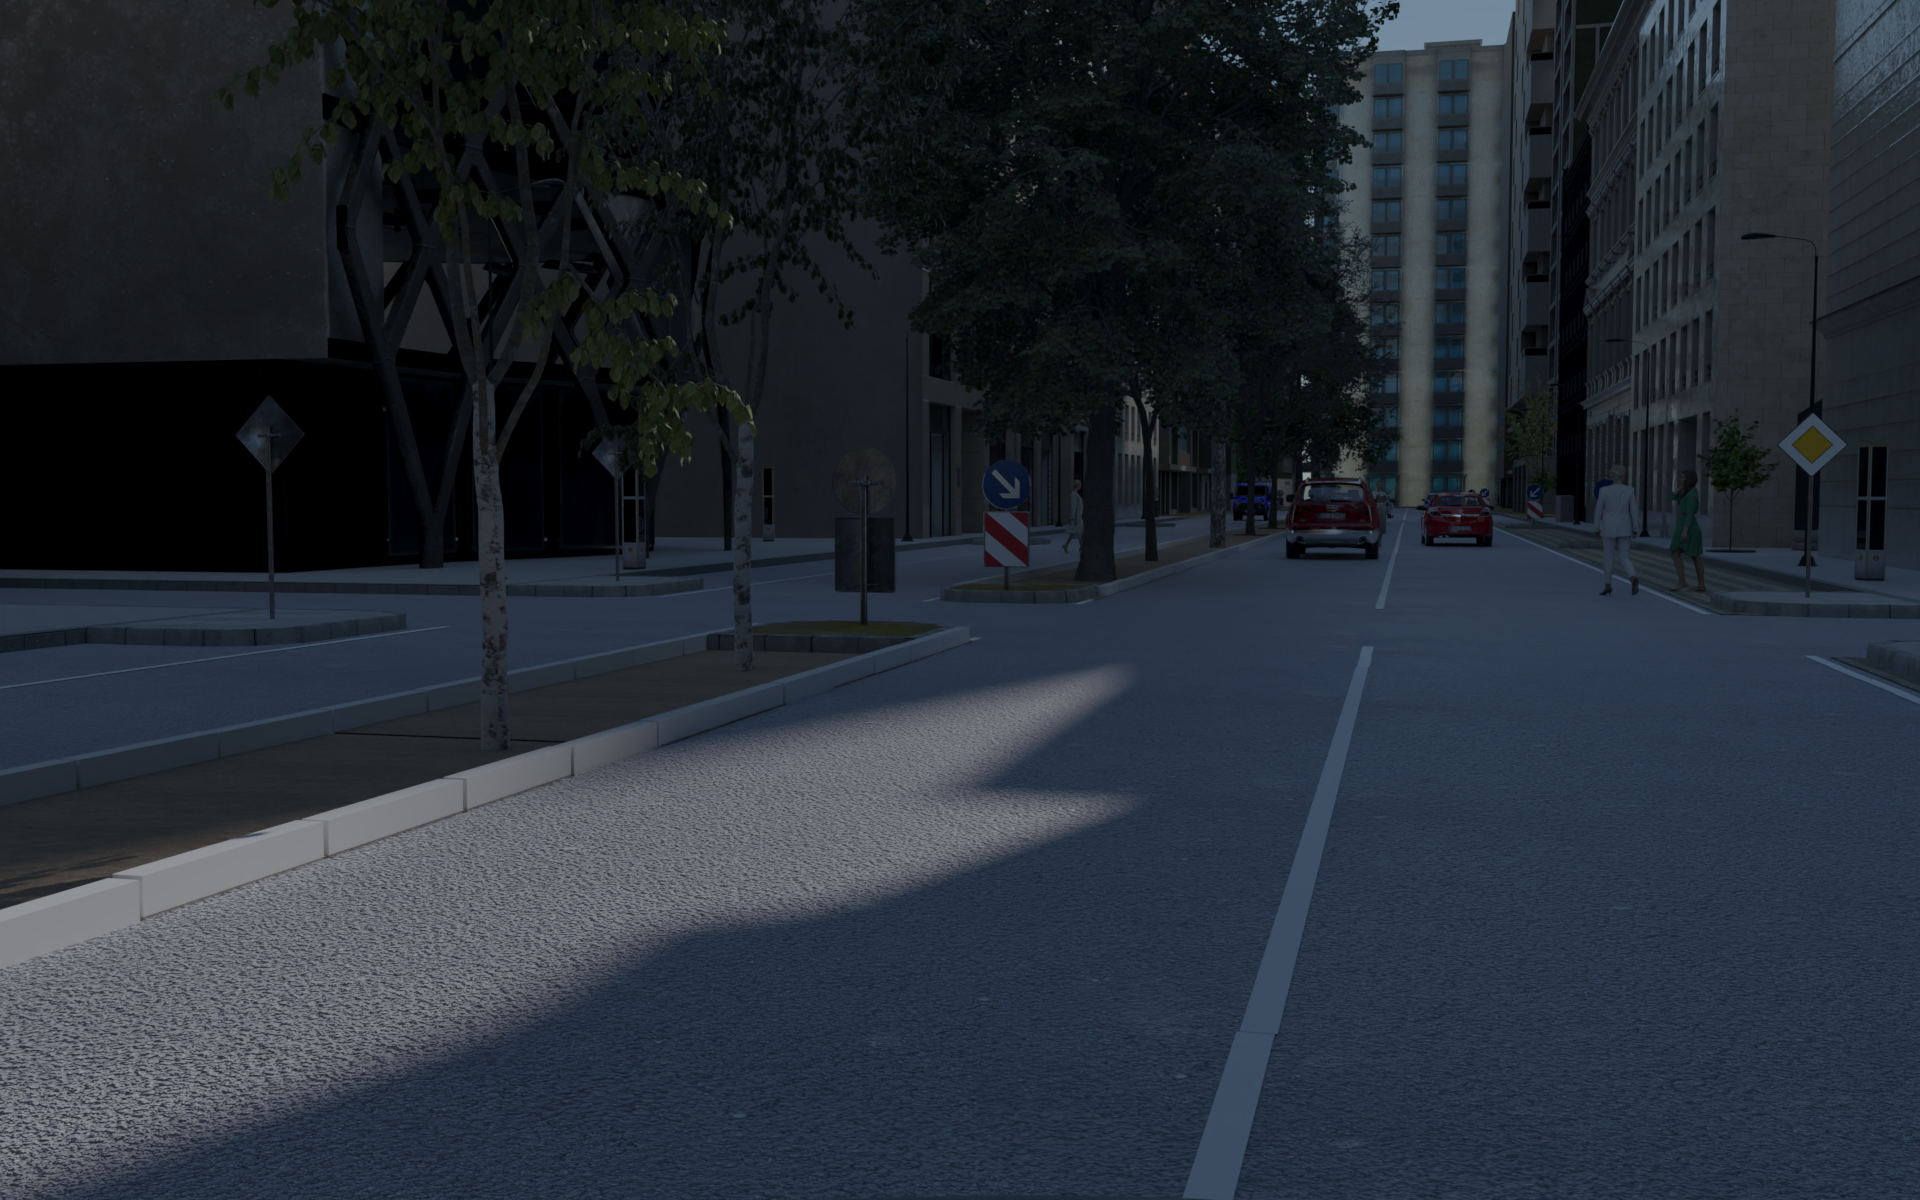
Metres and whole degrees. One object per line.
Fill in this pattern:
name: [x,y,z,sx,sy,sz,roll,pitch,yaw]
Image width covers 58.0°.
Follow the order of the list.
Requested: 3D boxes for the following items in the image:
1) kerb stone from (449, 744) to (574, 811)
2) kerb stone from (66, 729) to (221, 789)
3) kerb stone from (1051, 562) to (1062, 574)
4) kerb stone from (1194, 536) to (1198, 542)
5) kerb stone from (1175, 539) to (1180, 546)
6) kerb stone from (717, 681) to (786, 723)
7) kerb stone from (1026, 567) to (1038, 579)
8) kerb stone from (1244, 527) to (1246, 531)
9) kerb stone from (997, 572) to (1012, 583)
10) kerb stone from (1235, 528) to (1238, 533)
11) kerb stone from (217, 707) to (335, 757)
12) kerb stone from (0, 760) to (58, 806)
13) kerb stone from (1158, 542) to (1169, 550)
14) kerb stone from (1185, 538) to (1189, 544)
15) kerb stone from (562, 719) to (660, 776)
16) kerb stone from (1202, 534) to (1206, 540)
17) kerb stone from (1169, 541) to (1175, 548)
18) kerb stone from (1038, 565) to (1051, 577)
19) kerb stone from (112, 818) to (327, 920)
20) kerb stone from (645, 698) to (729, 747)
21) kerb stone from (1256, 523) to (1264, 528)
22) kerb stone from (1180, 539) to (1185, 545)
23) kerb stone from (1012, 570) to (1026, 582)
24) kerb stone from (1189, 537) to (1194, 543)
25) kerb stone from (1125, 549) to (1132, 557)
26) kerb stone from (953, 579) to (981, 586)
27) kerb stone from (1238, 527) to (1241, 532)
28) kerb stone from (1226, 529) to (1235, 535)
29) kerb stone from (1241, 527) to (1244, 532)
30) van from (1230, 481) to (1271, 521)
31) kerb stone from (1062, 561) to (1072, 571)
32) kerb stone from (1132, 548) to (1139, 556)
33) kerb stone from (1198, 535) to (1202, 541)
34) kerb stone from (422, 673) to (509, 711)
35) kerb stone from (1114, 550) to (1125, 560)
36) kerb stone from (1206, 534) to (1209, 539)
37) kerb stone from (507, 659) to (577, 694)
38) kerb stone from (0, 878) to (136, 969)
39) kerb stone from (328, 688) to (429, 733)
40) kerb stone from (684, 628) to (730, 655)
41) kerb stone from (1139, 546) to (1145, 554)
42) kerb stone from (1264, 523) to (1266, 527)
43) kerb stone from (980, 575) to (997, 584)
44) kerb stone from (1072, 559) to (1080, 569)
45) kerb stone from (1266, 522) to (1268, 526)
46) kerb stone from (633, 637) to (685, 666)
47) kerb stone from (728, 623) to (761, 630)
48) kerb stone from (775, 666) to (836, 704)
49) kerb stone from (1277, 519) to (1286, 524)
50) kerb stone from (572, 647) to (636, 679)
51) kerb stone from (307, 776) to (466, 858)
kerb stone: [-2.157,0.849,8.314,0.120,0.150,1.000,1,4,15]
kerb stone: [-4.179,0.816,8.861,0.120,0.150,1.000,1,4,15]
kerb stone: [1.640,-0.547,31.180,0.120,0.150,1.000,1,4,15]
kerb stone: [6.812,-1.764,51.033,0.120,0.150,1.000,1,4,15]
kerb stone: [5.775,-1.521,47.065,0.120,0.150,1.000,1,4,15]
kerb stone: [-1.386,0.671,11.288,0.120,0.150,1.000,1,4,15]
kerb stone: [1.116,-0.427,29.194,0.120,0.150,1.000,1,4,15]
kerb stone: [10.686,-2.675,65.937,0.120,0.150,1.000,1,4,15]
kerb stone: [0.600,-0.307,27.216,0.120,0.150,1.000,1,4,15]
kerb stone: [9.910,-2.490,62.962,0.120,0.150,1.000,1,4,15]
kerb stone: [-3.926,0.759,9.851,0.120,0.150,1.000,1,4,15]
kerb stone: [-4.439,0.876,7.870,0.120,0.150,1.000,1,4,15]
kerb stone: [5.253,-1.400,45.083,0.120,0.150,1.000,1,4,15]
kerb stone: [6.291,-1.642,49.048,0.120,0.150,1.000,1,4,15]
kerb stone: [-1.894,0.792,9.305,0.120,0.150,1.000,1,4,15]
kerb stone: [7.326,-1.885,53.019,0.120,0.150,1.000,1,4,15]
kerb stone: [5.528,-1.460,46.072,0.120,0.150,1.000,1,4,15]
kerb stone: [1.379,-0.489,30.192,0.120,0.150,1.000,1,4,15]
kerb stone: [-2.677,0.971,6.316,0.120,0.150,1.000,1,4,15]
kerb stone: [-1.635,0.728,10.293,0.120,0.150,1.000,1,4,15]
kerb stone: [12.751,-3.160,73.889,0.120,0.150,1.000,1,4,15]
kerb stone: [6.038,-1.579,48.058,0.120,0.150,1.000,1,4,15]
kerb stone: [0.861,-0.367,28.204,0.120,0.150,1.000,1,4,15]
kerb stone: [6.554,-1.701,50.037,0.120,0.150,1.000,1,4,15]
kerb stone: [3.700,-1.031,39.116,0.120,0.150,1.000,1,4,15]
kerb stone: [0.083,-0.180,25.233,0.120,0.150,1.000,1,4,15]
kerb stone: [10.175,-2.552,63.955,0.120,0.150,1.000,1,4,15]
kerb stone: [9.655,-2.430,61.971,0.120,0.150,1.000,1,4,15]
kerb stone: [10.434,-2.614,64.944,0.120,0.150,1.000,1,4,15]
van: [16.018,-5.516,94.565,2.240,2.365,5.245,1,4,14]
kerb stone: [1.889,-0.611,32.177,0.120,0.150,1.000,1,4,15]
kerb stone: [3.957,-1.096,40.111,0.120,0.150,1.000,1,4,15]
kerb stone: [7.062,-1.824,52.024,0.120,0.150,1.000,1,4,15]
kerb stone: [-3.409,0.633,11.843,0.120,0.150,1.000,1,4,15]
kerb stone: [3.444,-0.972,38.126,0.120,0.150,1.000,1,4,15]
kerb stone: [7.581,-1.946,54.020,0.120,0.150,1.000,1,4,15]
kerb stone: [-3.148,0.575,12.831,0.120,0.150,1.000,1,4,15]
kerb stone: [-2.928,1.039,5.325,0.120,0.150,1.000,1,4,15]
kerb stone: [-3.673,0.699,10.855,0.120,0.150,1.000,1,4,15]
kerb stone: [-2.371,0.391,15.803,0.120,0.150,1.000,1,4,15]
kerb stone: [4.228,-1.156,41.097,0.120,0.150,1.000,1,4,15]
kerb stone: [13.021,-3.222,74.875,0.120,0.150,1.000,1,4,15]
kerb stone: [0.341,-0.245,26.223,0.120,0.150,1.000,1,4,15]
kerb stone: [2.146,-0.671,33.167,0.120,0.150,1.000,1,4,15]
kerb stone: [13.279,-3.282,75.870,0.120,0.150,1.000,1,4,15]
kerb stone: [-2.630,0.452,14.812,0.120,0.150,1.000,1,4,15]
kerb stone: [-2.116,0.333,16.793,0.120,0.150,1.000,1,4,15]
kerb stone: [-1.118,0.607,12.275,0.120,0.150,1.000,1,4,15]
kerb stone: [16.122,-3.951,86.790,0.120,0.150,1.000,1,4,15]
kerb stone: [-2.883,0.512,13.821,0.120,0.150,1.000,1,4,15]
kerb stone: [-2.418,0.912,7.316,0.120,0.150,1.000,1,4,15]
